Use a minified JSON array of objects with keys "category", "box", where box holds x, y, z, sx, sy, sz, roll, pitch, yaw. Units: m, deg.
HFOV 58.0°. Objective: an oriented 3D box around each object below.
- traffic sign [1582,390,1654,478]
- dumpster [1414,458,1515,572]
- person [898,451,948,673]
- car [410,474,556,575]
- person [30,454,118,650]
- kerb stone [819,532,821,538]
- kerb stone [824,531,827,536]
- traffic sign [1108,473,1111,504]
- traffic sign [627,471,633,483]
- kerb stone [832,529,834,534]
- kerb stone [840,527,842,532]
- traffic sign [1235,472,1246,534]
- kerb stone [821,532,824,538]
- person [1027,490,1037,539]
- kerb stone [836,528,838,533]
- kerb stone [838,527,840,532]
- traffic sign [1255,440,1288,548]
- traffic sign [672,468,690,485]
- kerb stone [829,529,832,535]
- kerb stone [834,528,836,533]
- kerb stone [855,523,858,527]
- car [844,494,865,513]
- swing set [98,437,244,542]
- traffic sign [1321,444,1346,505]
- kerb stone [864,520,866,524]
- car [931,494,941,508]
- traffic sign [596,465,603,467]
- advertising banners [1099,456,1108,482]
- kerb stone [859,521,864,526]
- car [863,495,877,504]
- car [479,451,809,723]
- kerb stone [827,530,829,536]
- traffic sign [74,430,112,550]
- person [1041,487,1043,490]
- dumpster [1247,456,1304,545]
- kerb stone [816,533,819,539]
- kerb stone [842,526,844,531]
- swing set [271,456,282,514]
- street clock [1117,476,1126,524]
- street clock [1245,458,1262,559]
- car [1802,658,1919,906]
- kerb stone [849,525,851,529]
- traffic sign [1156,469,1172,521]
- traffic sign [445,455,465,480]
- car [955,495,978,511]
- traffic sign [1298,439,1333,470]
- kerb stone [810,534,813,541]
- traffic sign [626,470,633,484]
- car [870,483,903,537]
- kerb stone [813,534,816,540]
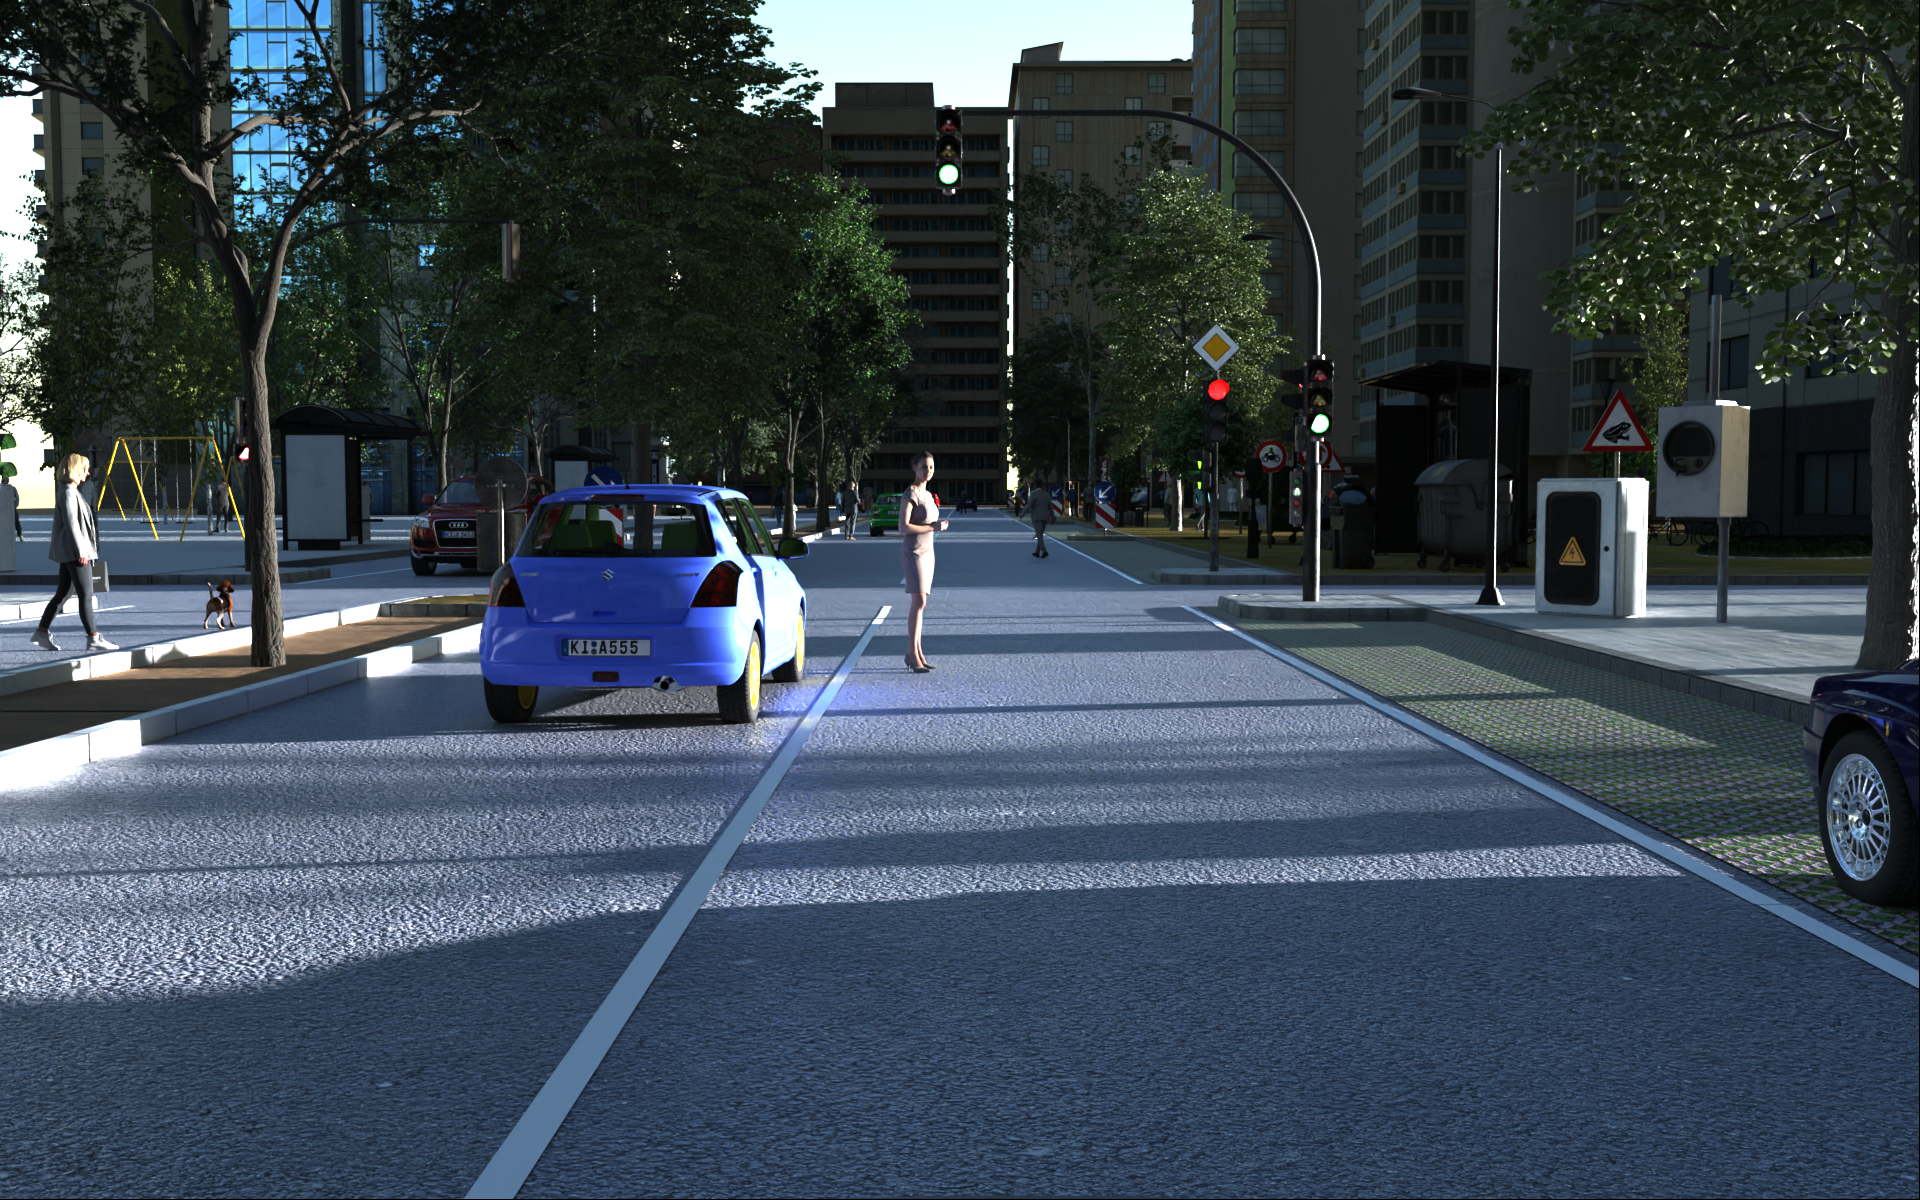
[{"category":"traffic sign","box":[8.212,-1.326,21.676,0.884,2.594,0.081,0,4,1]},{"category":"dumpster","box":[8.455,-1.424,29.034,1.264,1.857,1.865,0,4,0]},{"category":"person","box":[-0.303,-0.323,14.121,0.374,1.781,0.599,1,4,21]},{"category":"car","box":[-8.662,-1.441,32.236,2.281,1.827,5.304,0,4,-2]},{"category":"person","box":[-8.162,-0.443,15.920,0.728,1.800,0.709,-2,4,-23]},{"category":"kerb stone","box":[-4.619,-2.032,55.425,0.120,0.150,1.000,0,4,0]},{"category":"kerb stone","box":[-4.614,-2.158,57.485,0.120,0.150,1.000,0,4,0]},{"category":"traffic sign","box":[8.944,-6.355,103.907,0.884,2.594,0.081,0,4,8]},{"category":"traffic sign","box":[-15.140,-4.940,80.770,0.884,2.594,0.081,0,4,4]},{"category":"kerb stone","box":[-4.605,-2.345,60.559,0.120,0.150,1.000,0,4,0]},{"category":"kerb stone","box":[-4.590,-2.598,64.679,0.120,0.150,1.000,0,4,0]},{"category":"traffic sign","box":[9.055,-3.408,55.822,0.768,2.556,0.104,0,4,7]},{"category":"kerb stone","box":[-4.614,-2.095,56.450,0.120,0.150,1.000,0,4,0]},{"category":"person","box":[2.514,-2.886,55.542,0.638,1.841,0.748,3,4,36]},{"category":"kerb stone","box":[-4.605,-2.470,62.622,0.120,0.150,1.000,0,4,0]},{"category":"kerb stone","box":[-4.602,-2.533,63.657,0.120,0.150,1.000,0,4,0]},{"category":"traffic sign","box":[7.345,-2.498,40.956,0.768,2.556,0.104,0,4,4]},{"category":"traffic sign","box":[-13.900,-5.277,86.276,0.884,2.594,0.081,0,4,1]},{"category":"kerb stone","box":[-4.602,-2.284,59.535,0.120,0.150,1.000,0,4,0]},{"category":"kerb stone","box":[-4.606,-2.410,61.591,0.120,0.150,1.000,0,4,0]},{"category":"kerb stone","box":[-4.569,-3.163,73.906,0.120,0.150,1.000,0,4,0]},{"category":"car","box":[-8.164,-7.556,132.574,2.155,1.783,4.494,0,4,-1]},{"category":"swing set","box":[-21.723,-3.060,47.655,3.119,2.851,2.862,1,4,12]},{"category":"traffic sign","box":[9.143,-2.635,43.085,0.884,2.594,0.081,0,4,2]},{"category":"kerb stone","box":[-4.562,-3.539,80.053,0.120,0.150,1.000,0,4,0]},{"category":"car","box":[-3.057,-10.403,179.131,2.155,1.783,4.494,0,4,0]},{"category":"traffic sign","box":[-15.892,-4.679,76.600,0.768,2.556,0.104,1,4,10]},{"category":"advertising banners","box":[7.181,-5.090,79.410,2.074,3.025,0.090,3,5,44]},{"category":"kerb stone","box":[-4.565,-3.476,79.031,0.120,0.150,1.000,0,4,0]},{"category":"car","box":[-7.682,-8.078,144.656,1.945,1.354,3.894,0,4,1]},{"category":"car","box":[-2.072,-0.156,12.143,1.945,1.707,3.694,0,4,1]},{"category":"kerb stone","box":[-4.604,-2.219,58.510,0.120,0.150,1.000,0,4,0]},{"category":"traffic sign","box":[-17.253,-2.101,34.458,0.768,2.556,0.104,0,4,3]},{"category":"person","box":[3.889,-4.764,86.753,0.716,1.782,0.532,2,4,34]},{"category":"dumpster","box":[8.247,-2.558,44.322,1.502,2.255,1.985,0,3,0]},{"category":"kerb stone","box":[-4.617,-1.970,54.403,0.120,0.150,1.000,0,4,0]},{"category":"kerb stone","box":[-4.589,-2.661,65.702,0.120,0.150,1.000,0,4,0]},{"category":"swing set","box":[-28.832,-4.529,71.661,3.119,2.851,2.862,0,4,5]},{"category":"street clock","box":[6.429,-3.935,68.908,0.358,2.002,0.471,1,4,9]},{"category":"street clock","box":[5.845,-1.831,34.504,0.358,2.002,0.471,2,4,26]},{"category":"car","box":[3.964,0.473,4.851,1.945,1.354,3.894,0,4,1]},{"category":"kerb stone","box":[-4.585,-2.913,69.817,0.120,0.150,1.000,0,4,0]},{"category":"traffic sign","box":[9.740,-5.025,82.156,0.884,2.594,0.081,0,4,1]},{"category":"traffic sign","box":[-16.375,-3.415,55.943,0.768,2.556,0.104,0,4,2]},{"category":"car","box":[0.545,-8.036,143.966,1.945,1.354,3.894,0,4,-1]},{"category":"traffic sign","box":[7.838,-2.335,38.278,0.768,2.556,0.104,0,4,0]},{"category":"kerb stone","box":[-4.628,-1.843,52.358,0.120,0.150,1.000,0,4,0]},{"category":"traffic sign","box":[-17.242,-5.590,91.494,0.768,2.556,0.104,0,4,1]},{"category":"car","box":[-2.108,-3.112,59.677,1.959,1.807,4.718,0,4,1]},{"category":"kerb stone","box":[-4.617,-1.907,53.381,0.120,0.150,1.000,0,4,0]}]
